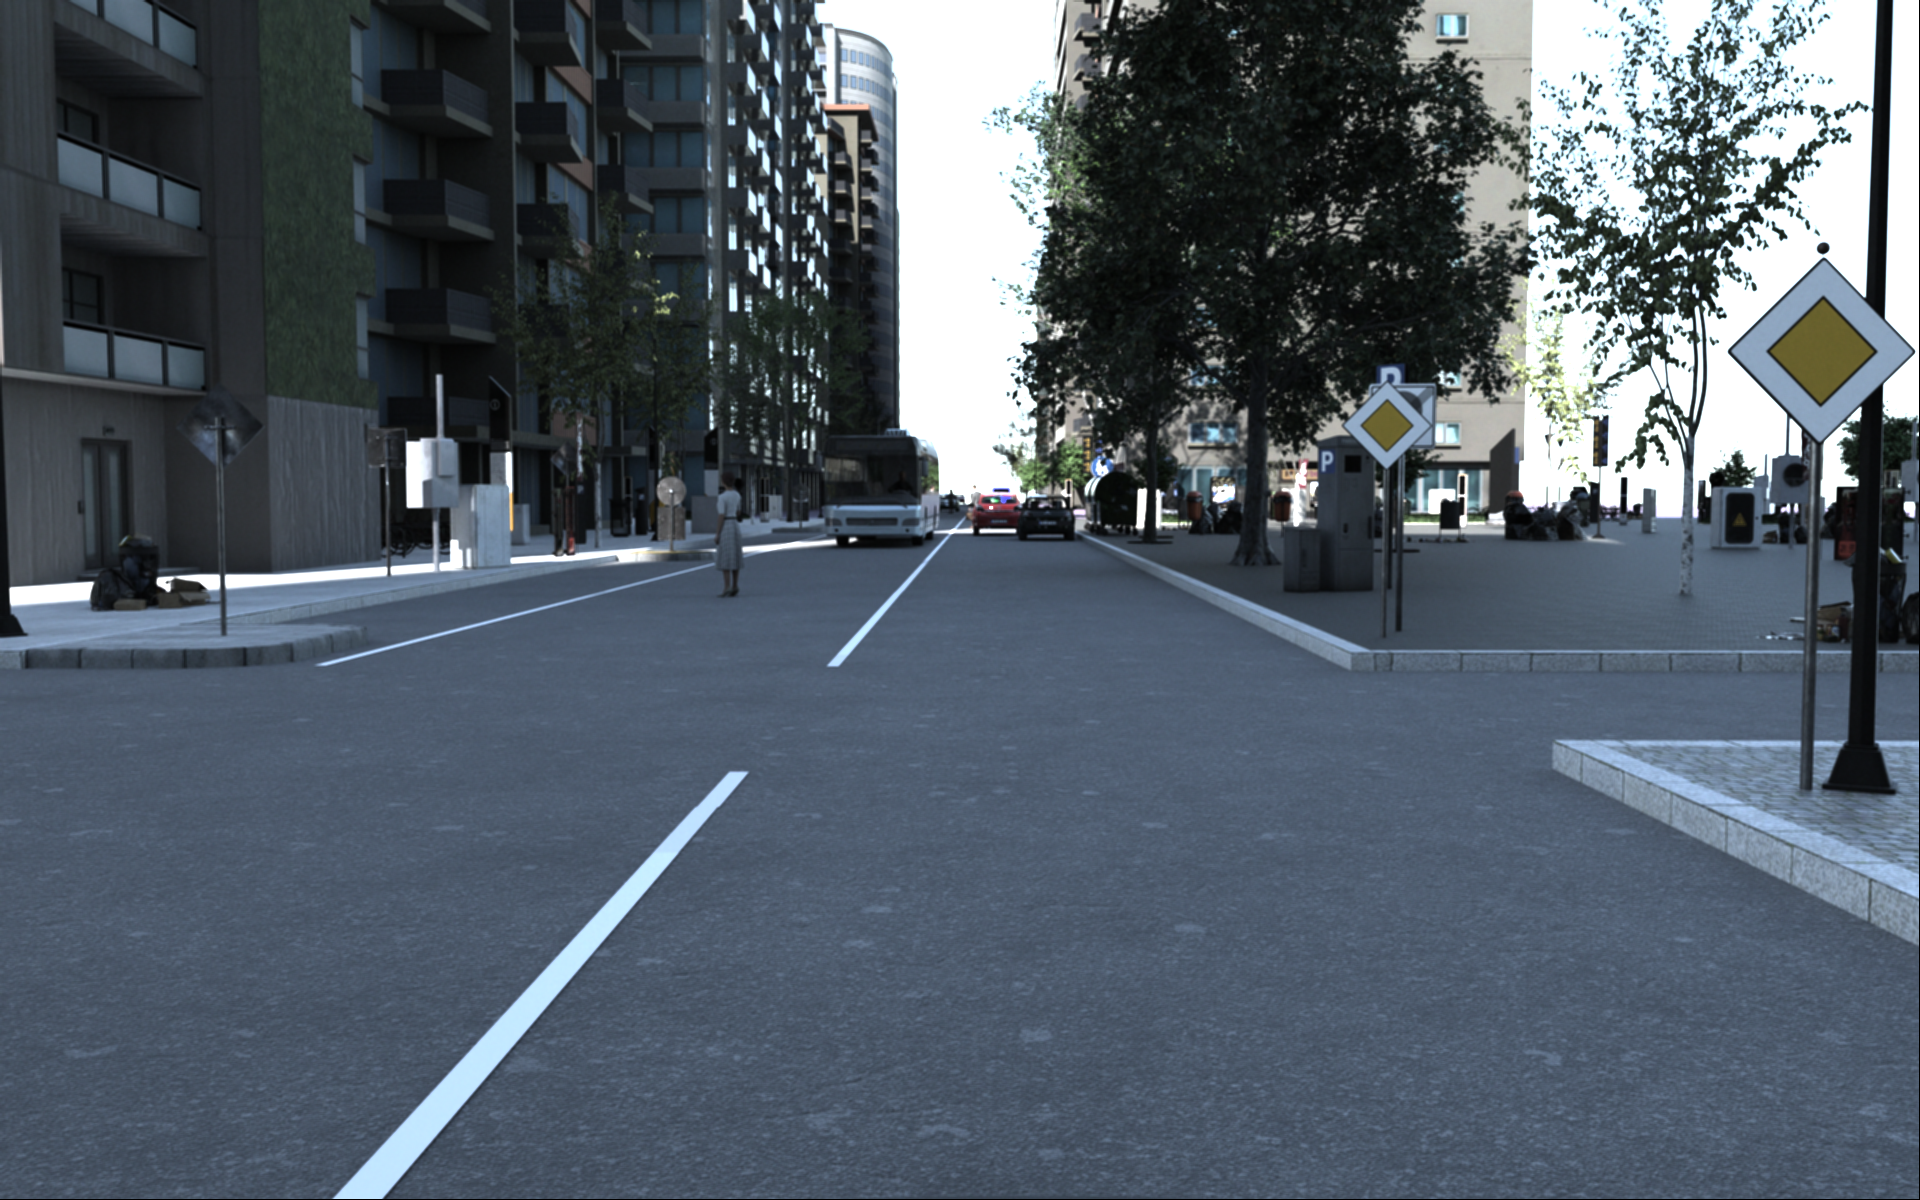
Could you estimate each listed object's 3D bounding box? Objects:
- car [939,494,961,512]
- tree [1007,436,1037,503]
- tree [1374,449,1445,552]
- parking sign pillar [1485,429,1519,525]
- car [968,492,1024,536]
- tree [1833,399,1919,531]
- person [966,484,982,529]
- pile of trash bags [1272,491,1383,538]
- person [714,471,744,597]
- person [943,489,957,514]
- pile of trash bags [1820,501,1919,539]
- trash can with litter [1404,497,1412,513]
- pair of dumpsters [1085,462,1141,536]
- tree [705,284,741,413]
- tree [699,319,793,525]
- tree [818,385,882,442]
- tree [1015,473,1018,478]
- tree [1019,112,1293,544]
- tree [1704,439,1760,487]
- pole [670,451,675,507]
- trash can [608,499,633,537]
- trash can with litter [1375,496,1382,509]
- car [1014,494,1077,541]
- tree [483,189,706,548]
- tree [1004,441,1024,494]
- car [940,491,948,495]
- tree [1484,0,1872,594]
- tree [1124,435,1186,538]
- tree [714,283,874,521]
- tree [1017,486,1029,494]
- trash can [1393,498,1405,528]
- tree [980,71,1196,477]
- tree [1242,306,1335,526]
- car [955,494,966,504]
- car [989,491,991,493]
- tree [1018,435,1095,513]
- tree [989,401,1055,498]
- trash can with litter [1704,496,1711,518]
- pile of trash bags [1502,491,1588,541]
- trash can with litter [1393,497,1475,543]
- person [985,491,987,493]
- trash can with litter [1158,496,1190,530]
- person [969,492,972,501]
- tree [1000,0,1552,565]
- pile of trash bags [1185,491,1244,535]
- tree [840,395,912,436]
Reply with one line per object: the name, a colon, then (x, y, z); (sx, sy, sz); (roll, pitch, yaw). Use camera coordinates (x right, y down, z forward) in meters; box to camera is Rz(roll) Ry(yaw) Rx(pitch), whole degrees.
car: (-0.982, -8.044, 143.311); (2.131, 1.459, 4.920); (0, 4, 2)
tree: (7.229, -15.554, 204.663); (4.737, 8.622, 4.395); (0, 3, 0)
tree: (9.654, -2.689, 38.570); (1.663, 3.219, 1.824); (0, 3, 0)
parking sign pillar: (22.625, -5.108, 71.994); (1.447, 3.967, 1.447); (-2, 4, -26)
car: (1.344, -3.168, 60.834); (2.155, 1.783, 4.494); (0, 4, 0)
tree: (31.887, -4.659, 59.892); (4.285, 4.588, 4.351); (0, 3, 0)
person: (0.690, -3.847, 71.366); (0.822, 1.834, 0.622); (3, 4, 37)
pile of trash bags: (11.051, -2.567, 51.717); (3.447, 1.369, 1.912); (1, 4, 8)
person: (-3.283, -0.925, 24.190); (0.524, 1.755, 0.480); (2, 4, 33)
person: (-0.689, -7.279, 127.508); (1.348, 1.824, 0.705); (-3, 5, -45)
pile of trash bags: (26.141, -2.408, 49.115); (1.912, 1.369, 3.447); (-1, 4, -23)
trash can with litter: (23.222, -4.761, 89.234); (1.055, 1.170, 0.624); (1, 4, 10)
pair of dumpsters: (4.882, -3.218, 55.115); (1.574, 2.255, 4.437); (0, 4, 1)
tree: (-8.872, -6.279, 53.028); (4.737, 8.622, 4.395); (0, 3, 0)
tree: (-8.730, -7.454, 72.239); (4.360, 8.622, 3.978); (0, 3, 0)
tree: (-7.250, -9.773, 110.154); (4.360, 8.622, 3.978); (0, 3, 0)
tree: (6.538, -10.255, 151.381); (4.285, 4.588, 4.351); (0, 3, 0)
tree: (5.043, -7.267, 44.566); (9.928, 11.665, 9.643); (0, 3, 0)
tree: (27.593, -4.089, 61.451); (1.663, 3.219, 1.824); (0, 3, 0)
pole: (-13.654, -5.409, 82.285); (0.158, 3.312, 0.155); (0, 3, 0)
trash can: (-10.161, -2.459, 51.858); (0.748, 1.137, 0.748); (0, 3, 0)
trash can with litter: (21.649, -4.779, 89.523); (0.624, 1.170, 1.055); (0, 4, -7)
car: (2.699, -2.735, 54.498); (2.009, 1.686, 4.222); (0, 4, 1)
tree: (-8.885, -5.550, 41.111); (4.737, 8.622, 4.395); (0, 3, 0)
tree: (7.763, -17.736, 240.345); (4.360, 8.622, 3.978); (0, 3, 0)
car: (-1.534, -9.383, 163.003); (1.945, 1.707, 3.694); (0, 4, 3)
tree: (9.116, -4.388, 22.106); (4.737, 8.622, 4.395); (0, 3, 0)
tree: (5.741, -3.441, 50.864); (1.663, 3.219, 1.824); (0, 3, 0)
tree: (-8.187, -9.697, 84.300); (9.928, 11.665, 9.643); (0, 3, 0)
tree: (8.205, -13.498, 215.287); (1.663, 3.219, 1.824); (0, 3, 0)
trash can: (16.520, -3.305, 65.691); (0.748, 1.137, 0.748); (0, 3, 0)
tree: (7.126, -13.444, 75.701); (12.611, 20.169, 13.585); (0, 3, 0)
tree: (12.402, -6.939, 63.813); (4.360, 8.622, 3.978); (0, 3, 0)
car: (-0.113, -14.596, 247.683); (2.155, 1.783, 4.494); (0, 4, 1)
car: (4.507, -13.282, 225.835); (2.281, 1.827, 5.304); (0, 4, 1)
tree: (6.302, -6.849, 95.701); (4.285, 4.588, 4.351); (0, 3, 0)
tree: (6.585, -14.651, 173.951); (8.767, 10.594, 7.601); (2, 4, 27)
trash can with litter: (39.030, -4.805, 89.955); (1.055, 1.170, 0.624); (-2, 4, -31)
pile of trash bags: (16.334, -2.414, 49.215); (1.912, 1.369, 3.447); (0, 4, -6)
trash can with litter: (12.716, -2.161, 46.394); (2.233, 1.210, 1.678); (1, 4, 11)
person: (3.261, -13.061, 222.055); (0.705, 1.823, 1.348); (1, 4, 11)
trash can with litter: (7.653, -3.105, 61.829); (2.233, 1.210, 1.678); (-3, 5, -42)
person: (1.312, -11.778, 202.533); (0.415, 1.643, 0.593); (0, 4, 2)
tree: (5.491, -6.986, 31.222); (9.611, 12.733, 9.660); (0, 3, 0)
pile of trash bags: (8.149, -2.800, 55.528); (1.912, 1.369, 3.447); (2, 4, 33)
tree: (-7.588, -13.905, 161.754); (8.767, 10.594, 7.601); (-1, 4, -10)
